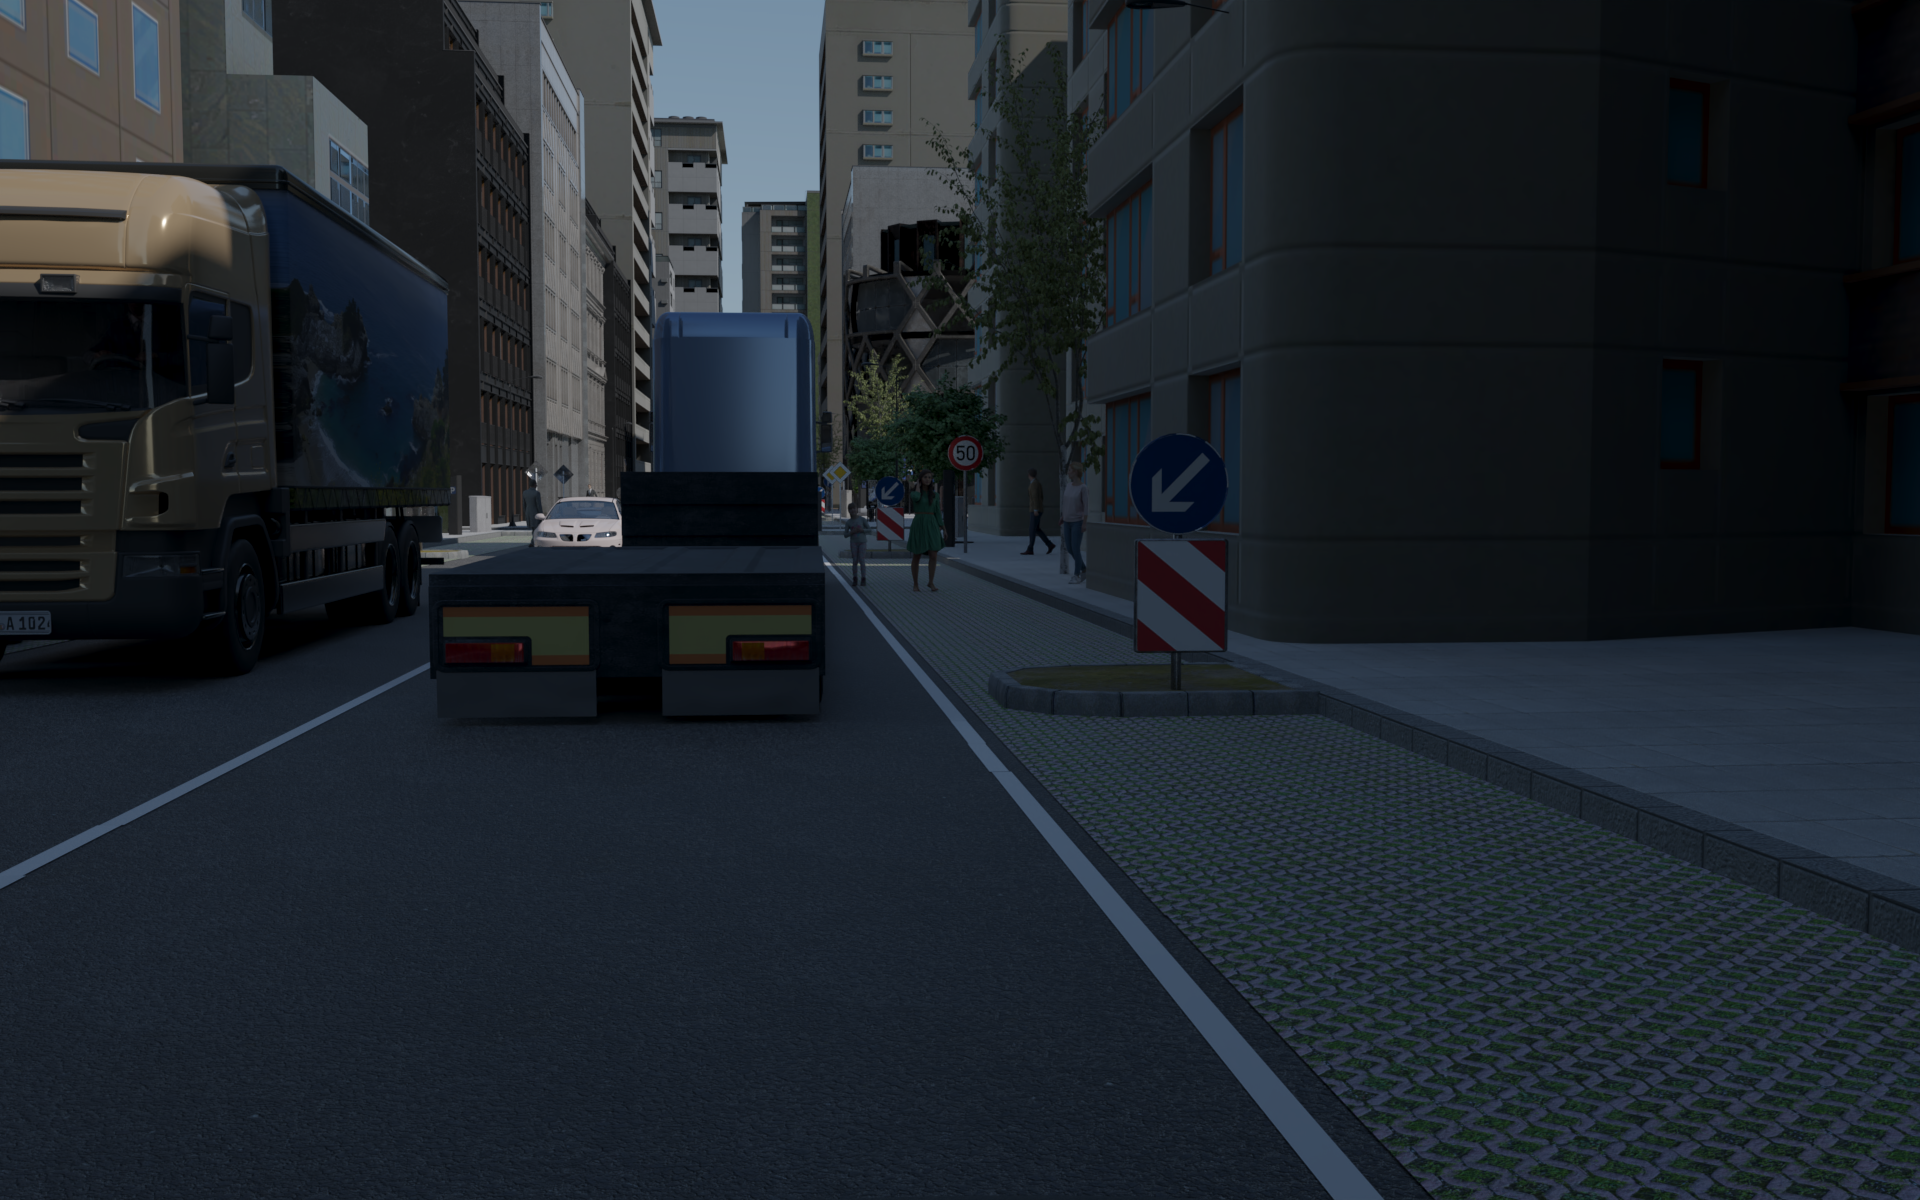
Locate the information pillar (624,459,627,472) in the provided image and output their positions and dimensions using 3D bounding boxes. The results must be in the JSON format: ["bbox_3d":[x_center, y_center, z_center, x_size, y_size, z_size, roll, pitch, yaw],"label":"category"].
[{"bbox_3d":[-22.419,-7.632,116.133,0.183,3.616,0.504,-1,4,-22],"label":"information pillar"}]

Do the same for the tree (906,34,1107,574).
[{"bbox_3d":[1.498,-4.714,27.440,4.737,8.622,4.395,0,3,0],"label":"tree"}]

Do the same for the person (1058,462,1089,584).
[{"bbox_3d":[1.679,-1.110,24.867,0.598,1.740,0.731,-3,5,-44],"label":"person"}]

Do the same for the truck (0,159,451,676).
[{"bbox_3d":[-7.204,-1.714,16.930,2.839,4.237,11.283,0,4,-7],"label":"truck"}]

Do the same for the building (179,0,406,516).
[{"bbox_3d":[-32.124,-44.763,44.546,31.000,86.520,22.319,0,4,-6],"label":"building"}]

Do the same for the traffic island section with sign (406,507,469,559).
[{"bbox_3d":[-12.058,-1.832,38.576,1.989,1.847,2.006,0,4,-6],"label":"traffic island section with sign"}]

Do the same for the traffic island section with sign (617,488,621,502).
[{"bbox_3d":[-18.028,-5.150,92.824,1.989,1.847,2.006,0,4,-6],"label":"traffic island section with sign"}]

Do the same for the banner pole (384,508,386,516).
[{"bbox_3d":[-14.610,-3.280,43.647,0.401,3.779,0.863,0,4,3],"label":"banner pole"}]

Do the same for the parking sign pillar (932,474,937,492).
[{"bbox_3d":[-1.561,-6.736,98.607,1.447,3.967,1.447,0,4,4],"label":"parking sign pillar"}]

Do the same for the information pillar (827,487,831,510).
[{"bbox_3d":[-10.340,-8.091,136.782,0.304,2.012,0.304,-1,4,-10],"label":"information pillar"}]

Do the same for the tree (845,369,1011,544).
[{"bbox_3d":[-0.385,-3.778,45.485,4.285,4.588,4.351,0,3,0],"label":"tree"}]

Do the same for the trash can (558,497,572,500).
[{"bbox_3d":[-19.900,-4.623,87.241,0.748,1.137,0.748,0,3,0],"label":"trash can"}]

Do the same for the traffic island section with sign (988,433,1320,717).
[{"bbox_3d":[1.237,-0.207,12.020,1.989,1.847,2.006,0,4,-6],"label":"traffic island section with sign"}]

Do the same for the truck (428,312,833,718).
[{"bbox_3d":[-2.848,-1.845,19.931,2.967,4.110,18.799,0,4,-5],"label":"truck"}]

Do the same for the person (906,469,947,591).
[{"bbox_3d":[-0.510,-1.014,25.323,0.600,1.795,0.529,-2,4,-31],"label":"person"}]

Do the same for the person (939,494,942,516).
[{"bbox_3d":[-0.996,-4.567,84.987,0.640,1.303,0.475,0,4,7],"label":"person"}]

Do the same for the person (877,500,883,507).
[{"bbox_3d":[-4.454,-5.540,97.294,0.731,1.740,0.598,1,4,15],"label":"person"}]

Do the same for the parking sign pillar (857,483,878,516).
[{"bbox_3d":[-5.291,-6.897,101.240,1.447,3.967,1.447,-2,4,-26],"label":"parking sign pillar"}]

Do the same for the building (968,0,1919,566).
[{"bbox_3d":[15.596,-12.404,47.851,27.650,21.520,28.899,0,4,-6],"label":"building"}]

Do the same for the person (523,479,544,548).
[{"bbox_3d":[-10.892,-2.193,44.451,0.694,1.812,0.767,2,4,29],"label":"person"}]

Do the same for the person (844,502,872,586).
[{"bbox_3d":[-1.583,-0.868,26.964,0.425,1.301,0.394,-1,4,-13],"label":"person"}]

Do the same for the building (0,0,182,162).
[{"bbox_3d":[-19.712,-22.724,21.647,14.600,45.320,14.200,0,4,-6],"label":"building"}]

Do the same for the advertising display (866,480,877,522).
[{"bbox_3d":[-4.059,-4.546,79.547,0.123,1.923,0.974,1,4,22],"label":"advertising display"}]

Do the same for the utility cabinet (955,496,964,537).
[{"bbox_3d":[-0.087,-2.476,51.642,0.306,1.237,1.020,1,4,10],"label":"utility cabinet"}]

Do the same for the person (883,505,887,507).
[{"bbox_3d":[-4.050,-5.497,96.018,0.778,1.811,0.616,2,4,30],"label":"person"}]

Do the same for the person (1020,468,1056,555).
[{"bbox_3d":[1.631,-1.878,36.667,0.836,1.842,0.656,-1,4,-19],"label":"person"}]

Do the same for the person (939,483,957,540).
[{"bbox_3d":[-0.429,-2.593,48.536,0.778,1.811,0.616,2,4,33],"label":"person"}]

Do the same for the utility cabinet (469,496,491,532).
[{"bbox_3d":[-16.173,-2.891,58.427,0.306,1.237,1.020,1,4,12],"label":"utility cabinet"}]

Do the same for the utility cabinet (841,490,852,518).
[{"bbox_3d":[-6.126,-5.193,93.579,0.318,1.500,1.173,-1,4,-19],"label":"utility cabinet"}]

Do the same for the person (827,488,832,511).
[{"bbox_3d":[-9.766,-7.555,130.133,0.524,1.755,0.480,2,4,33],"label":"person"}]

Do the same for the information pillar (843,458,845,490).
[{"bbox_3d":[-7.479,-7.354,111.590,0.183,3.616,0.504,0,4,1],"label":"information pillar"}]

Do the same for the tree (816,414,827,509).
[{"bbox_3d":[-11.775,-12.249,150.627,4.737,8.622,4.395,0,3,0],"label":"tree"}]

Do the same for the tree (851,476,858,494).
[{"bbox_3d":[-5.977,-6.659,103.476,1.663,3.219,1.824,0,3,0],"label":"tree"}]

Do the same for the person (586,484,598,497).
[{"bbox_3d":[-20.905,-5.642,98.073,0.659,1.850,0.755,1,4,15],"label":"person"}]

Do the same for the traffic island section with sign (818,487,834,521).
[{"bbox_3d":[-7.779,-5.222,94.008,1.989,1.847,2.006,0,4,-6],"label":"traffic island section with sign"}]

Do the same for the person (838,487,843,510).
[{"bbox_3d":[-8.940,-7.633,130.724,0.818,1.842,0.514,-3,5,-39],"label":"person"}]

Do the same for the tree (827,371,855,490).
[{"bbox_3d":[-3.830,-8.497,89.291,4.737,8.622,4.395,0,3,0],"label":"tree"}]

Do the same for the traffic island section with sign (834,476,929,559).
[{"bbox_3d":[-1.740,-1.863,39.083,1.989,1.847,2.006,0,4,-6],"label":"traffic island section with sign"}]
